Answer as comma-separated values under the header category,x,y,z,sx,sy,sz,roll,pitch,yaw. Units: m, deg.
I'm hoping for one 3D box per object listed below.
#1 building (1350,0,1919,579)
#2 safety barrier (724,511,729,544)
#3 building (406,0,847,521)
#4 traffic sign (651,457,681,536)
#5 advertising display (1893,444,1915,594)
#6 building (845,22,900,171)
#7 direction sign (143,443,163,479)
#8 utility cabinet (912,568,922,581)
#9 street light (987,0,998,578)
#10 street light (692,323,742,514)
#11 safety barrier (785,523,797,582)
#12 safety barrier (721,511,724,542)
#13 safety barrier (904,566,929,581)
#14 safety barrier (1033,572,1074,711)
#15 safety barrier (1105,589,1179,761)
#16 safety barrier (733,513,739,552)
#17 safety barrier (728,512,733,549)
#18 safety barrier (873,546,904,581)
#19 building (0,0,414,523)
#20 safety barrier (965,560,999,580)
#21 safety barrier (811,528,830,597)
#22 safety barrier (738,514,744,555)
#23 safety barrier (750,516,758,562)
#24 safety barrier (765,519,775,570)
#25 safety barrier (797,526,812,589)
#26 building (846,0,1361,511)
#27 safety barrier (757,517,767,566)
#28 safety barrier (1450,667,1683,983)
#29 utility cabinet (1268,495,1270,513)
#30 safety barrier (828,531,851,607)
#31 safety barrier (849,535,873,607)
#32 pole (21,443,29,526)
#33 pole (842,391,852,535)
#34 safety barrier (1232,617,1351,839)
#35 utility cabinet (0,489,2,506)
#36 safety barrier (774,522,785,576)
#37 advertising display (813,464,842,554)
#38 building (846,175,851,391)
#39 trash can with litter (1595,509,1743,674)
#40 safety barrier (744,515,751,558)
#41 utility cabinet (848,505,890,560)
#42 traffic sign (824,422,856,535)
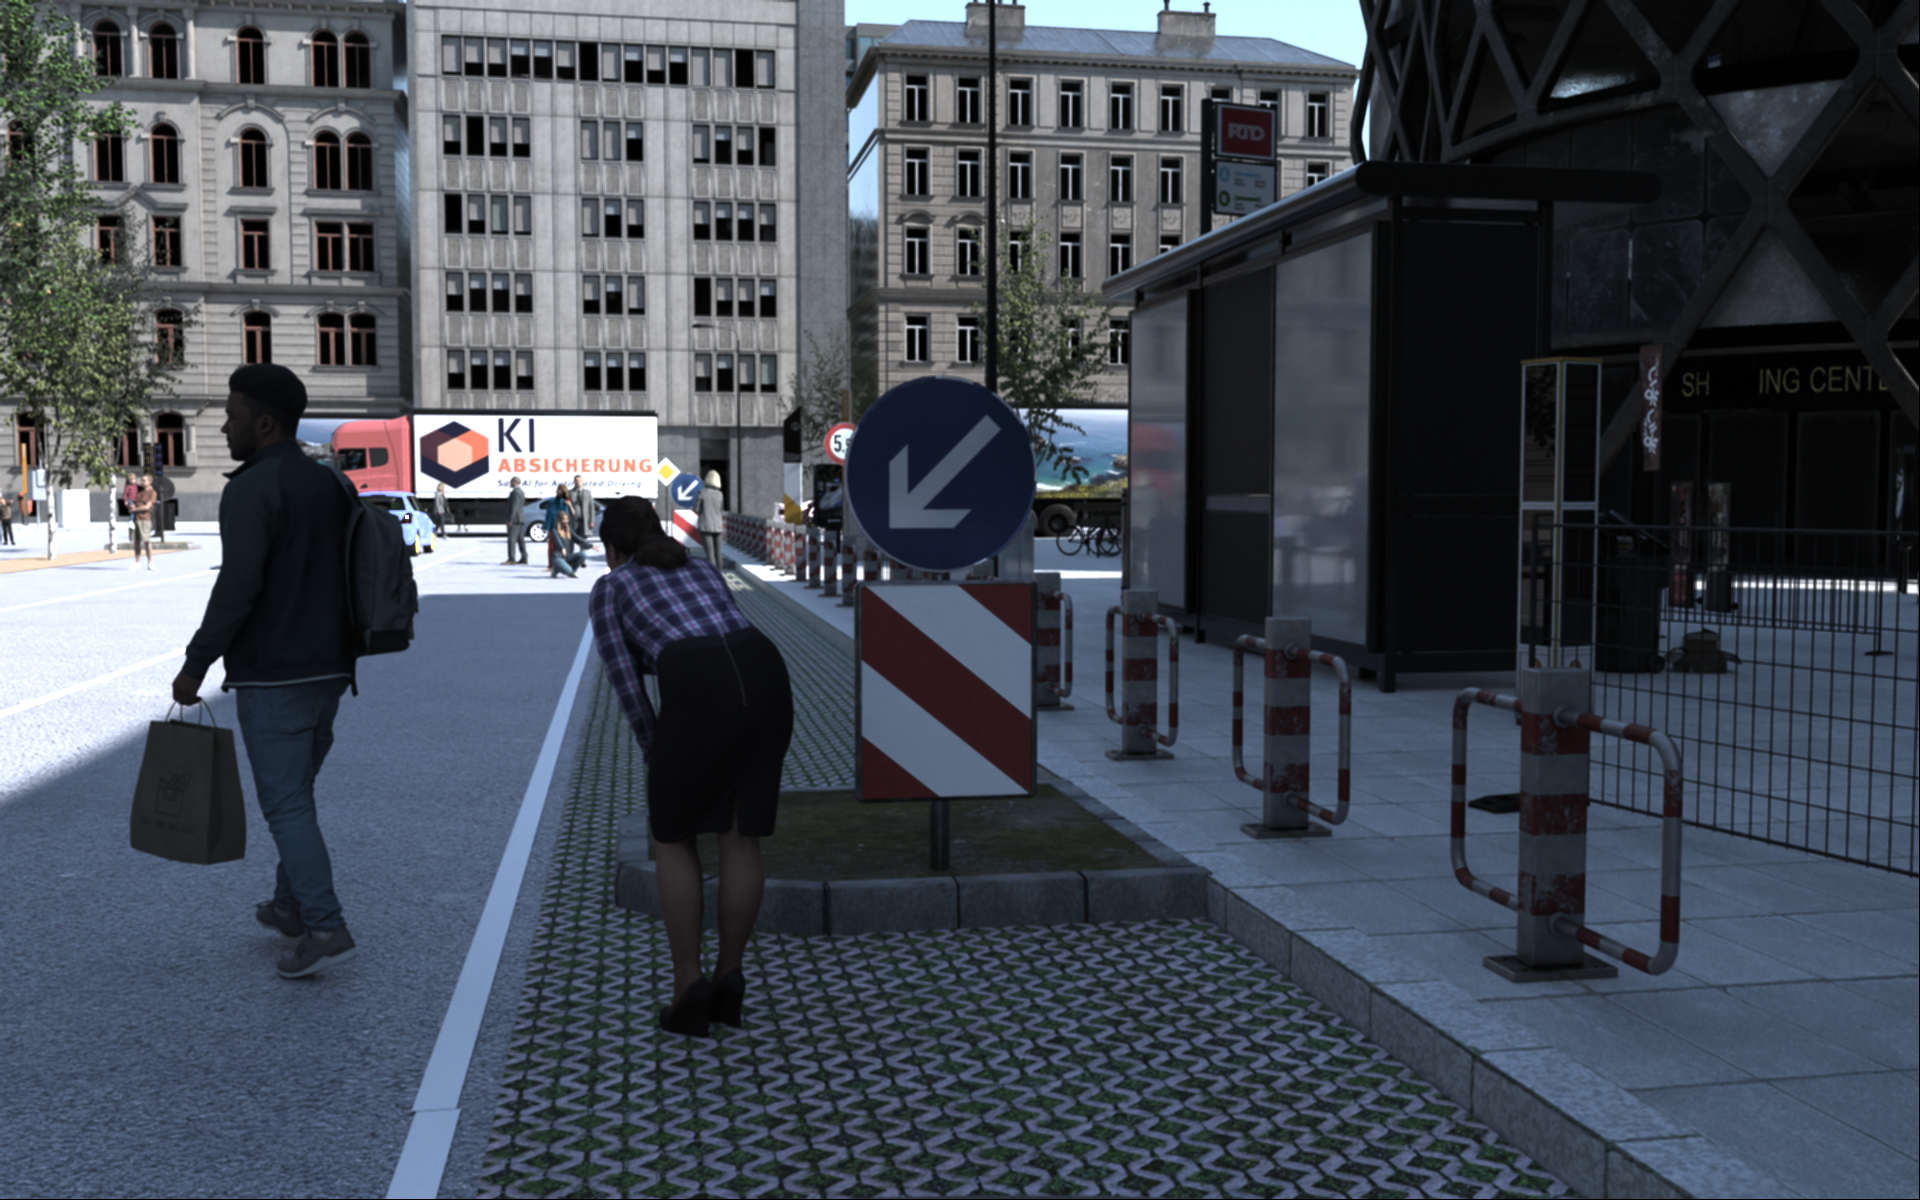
category,x,y,z,sx,sy,sz,roll,pitch,yaw
building,16.718,-10.064,31.993,16.820,18.784,16.811,-1,4,-11
safety barrier,-5.541,-1.724,42.455,0.300,0.817,1.120,-1,4,-11
building,-16.272,-16.408,86.290,19.932,24.808,12.078,-1,4,-11
traffic sign,-8.010,-2.667,47.251,0.795,2.450,0.064,-1,4,-11
advertising display,12.319,-1.065,22.621,0.123,1.923,0.974,1,4,23
building,-7.907,-34.398,182.019,23.786,49.044,30.456,-1,4,-11
direction sign,-35.569,-5.162,76.402,0.876,3.537,0.379,0,4,8
utility cabinet,-0.387,-0.856,25.150,0.306,1.237,1.020,-3,5,-40
street light,-0.271,-2.541,14.090,1.470,5.913,1.316,-1,4,-11
street light,-6.586,-4.576,47.359,1.470,5.913,1.316,-1,4,-11
safety barrier,-2.338,-0.683,25.436,0.300,0.817,1.120,-1,4,-11
safety barrier,-5.897,-1.839,44.339,0.300,0.817,1.120,-1,4,-11
safety barrier,-0.198,0.012,14.084,0.300,0.817,1.120,-1,4,-11
safety barrier,0.514,0.243,10.305,0.300,0.817,1.120,-1,4,-11
safety barrier,0.872,0.359,8.405,0.300,0.817,1.120,-1,4,-11
safety barrier,-4.829,-1.492,38.675,0.300,0.817,1.120,-1,4,-11
safety barrier,-5.189,-1.608,40.558,0.300,0.817,1.120,-1,4,-11
safety barrier,-0.552,-0.104,15.978,0.300,0.817,1.120,-1,4,-11
building,-37.921,-18.120,83.652,23.554,28.519,14.401,-1,4,-11
safety barrier,0.159,0.127,12.198,0.300,0.817,1.120,-1,4,-11
safety barrier,-1.623,-0.452,21.663,0.300,0.817,1.120,-1,4,-11
safety barrier,-4.472,-1.377,36.792,0.300,0.817,1.120,-1,4,-11
safety barrier,-3.759,-1.146,33.008,0.300,0.817,1.120,-1,4,-11
safety barrier,-3.051,-0.914,29.223,0.300,0.817,1.120,-1,4,-11
safety barrier,-1.978,-0.567,23.547,0.300,0.817,1.120,-1,4,-11
building,6.914,-17.946,90.684,25.104,27.353,12.463,-1,4,-11
safety barrier,-3.404,-1.030,31.111,0.300,0.817,1.120,-1,4,-11
safety barrier,1.584,0.590,4.627,0.300,0.817,1.120,-1,4,-11
utility cabinet,5.165,-1.040,25.683,1.173,1.500,0.318,2,4,34
safety barrier,-1.266,-0.336,19.767,0.300,0.817,1.120,-1,4,-11
safety barrier,-0.904,-0.220,17.873,0.300,0.817,1.120,-1,4,-11
pole,-37.587,-4.635,69.623,0.158,3.312,0.155,0,3,0
pole,-2.234,-2.470,34.236,0.158,3.312,0.155,0,3,0
safety barrier,1.230,0.474,6.519,0.300,0.817,1.120,-1,4,-11
utility cabinet,-40.952,-3.947,73.216,1.173,1.500,0.318,2,4,34
safety barrier,-2.691,-0.799,27.331,0.300,0.817,1.120,-1,4,-11
advertising display,-2.740,-1.962,37.288,0.974,1.923,0.123,-3,5,-44
building,-7.884,-23.740,159.852,14.160,30.474,14.107,-1,4,-11
trash can with litter,5.069,-0.073,12.586,1.055,1.170,0.624,0,4,1
safety barrier,-4.118,-1.261,34.895,0.300,0.817,1.120,-1,4,-11
utility cabinet,-1.618,-1.512,33.395,1.173,1.500,0.318,0,4,6
traffic sign,-2.035,-1.881,30.867,0.768,2.556,0.104,0,4,-3
